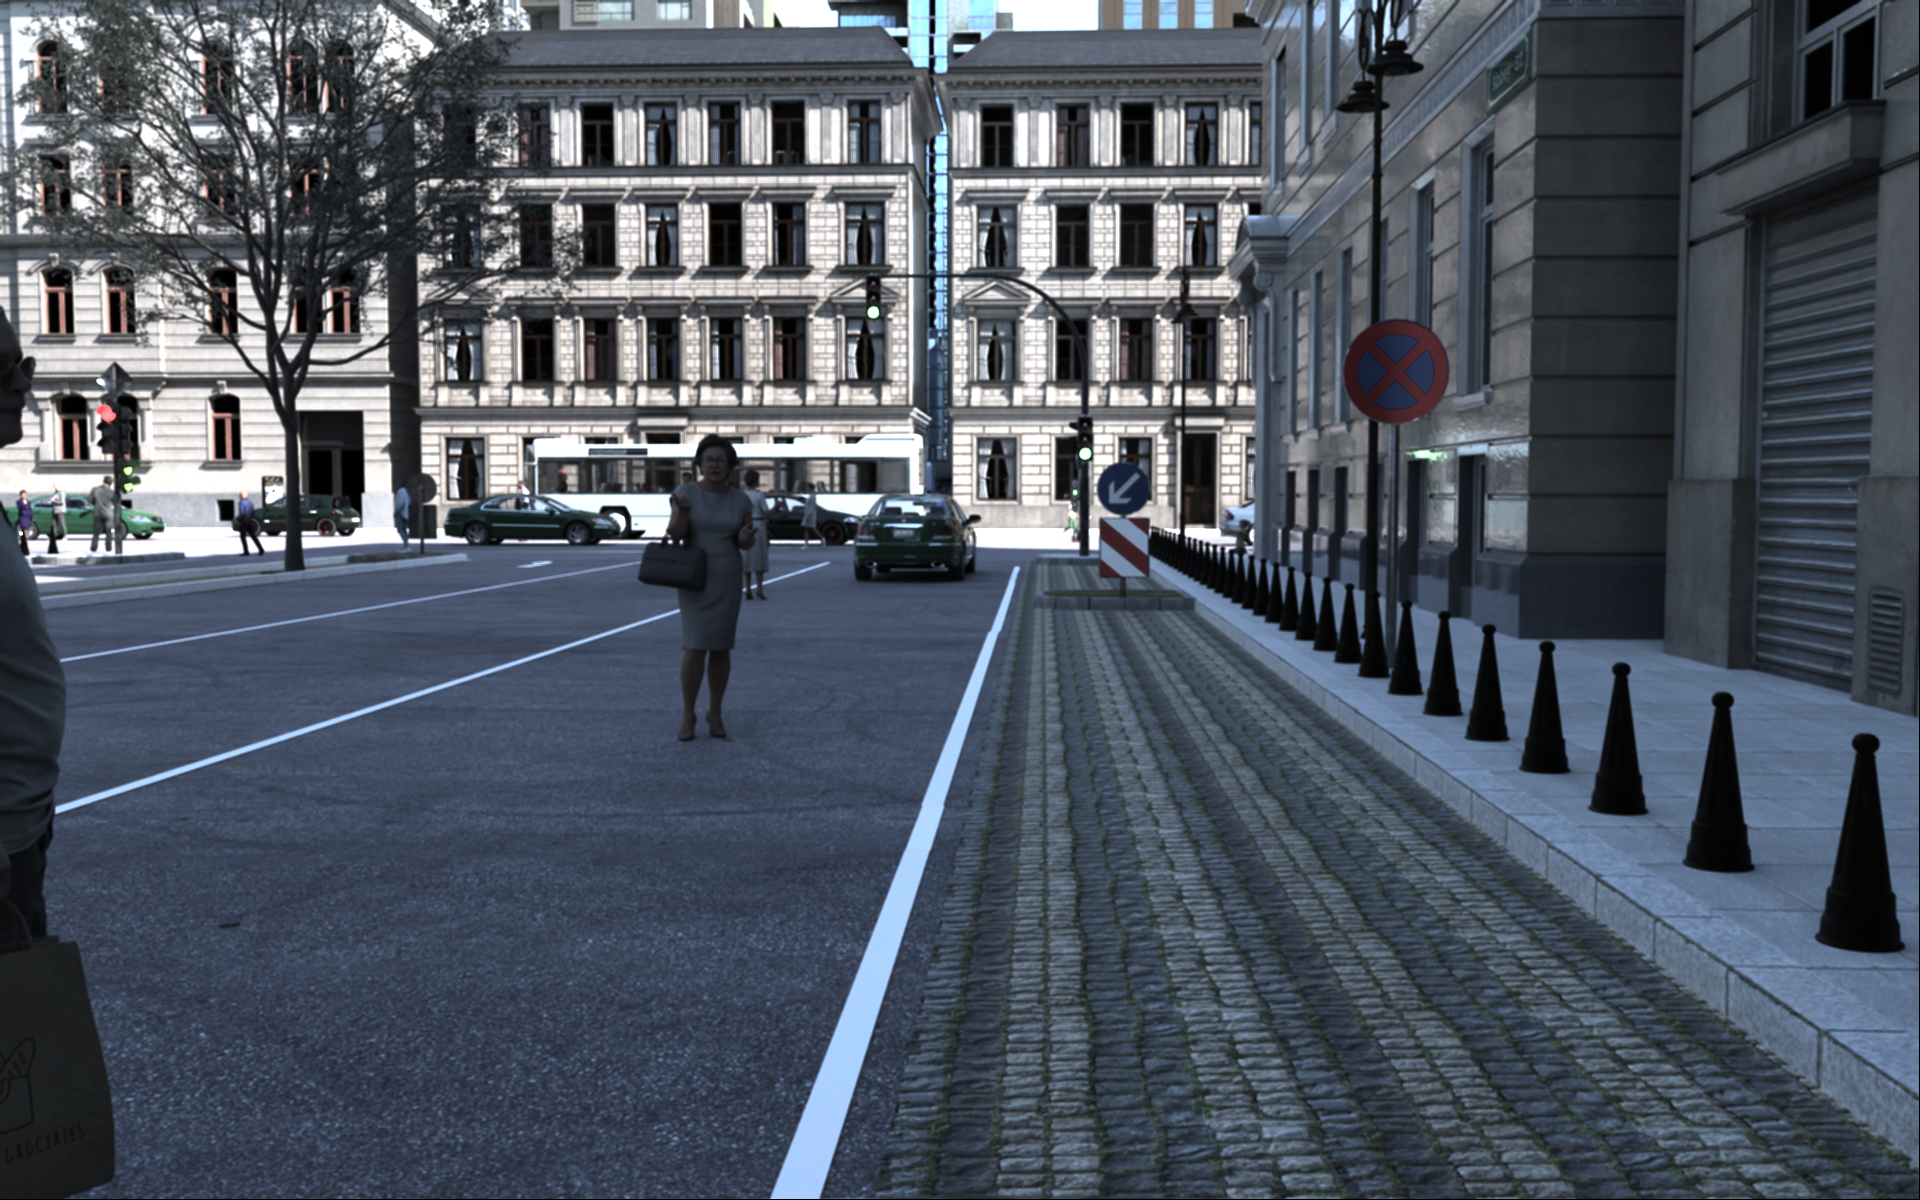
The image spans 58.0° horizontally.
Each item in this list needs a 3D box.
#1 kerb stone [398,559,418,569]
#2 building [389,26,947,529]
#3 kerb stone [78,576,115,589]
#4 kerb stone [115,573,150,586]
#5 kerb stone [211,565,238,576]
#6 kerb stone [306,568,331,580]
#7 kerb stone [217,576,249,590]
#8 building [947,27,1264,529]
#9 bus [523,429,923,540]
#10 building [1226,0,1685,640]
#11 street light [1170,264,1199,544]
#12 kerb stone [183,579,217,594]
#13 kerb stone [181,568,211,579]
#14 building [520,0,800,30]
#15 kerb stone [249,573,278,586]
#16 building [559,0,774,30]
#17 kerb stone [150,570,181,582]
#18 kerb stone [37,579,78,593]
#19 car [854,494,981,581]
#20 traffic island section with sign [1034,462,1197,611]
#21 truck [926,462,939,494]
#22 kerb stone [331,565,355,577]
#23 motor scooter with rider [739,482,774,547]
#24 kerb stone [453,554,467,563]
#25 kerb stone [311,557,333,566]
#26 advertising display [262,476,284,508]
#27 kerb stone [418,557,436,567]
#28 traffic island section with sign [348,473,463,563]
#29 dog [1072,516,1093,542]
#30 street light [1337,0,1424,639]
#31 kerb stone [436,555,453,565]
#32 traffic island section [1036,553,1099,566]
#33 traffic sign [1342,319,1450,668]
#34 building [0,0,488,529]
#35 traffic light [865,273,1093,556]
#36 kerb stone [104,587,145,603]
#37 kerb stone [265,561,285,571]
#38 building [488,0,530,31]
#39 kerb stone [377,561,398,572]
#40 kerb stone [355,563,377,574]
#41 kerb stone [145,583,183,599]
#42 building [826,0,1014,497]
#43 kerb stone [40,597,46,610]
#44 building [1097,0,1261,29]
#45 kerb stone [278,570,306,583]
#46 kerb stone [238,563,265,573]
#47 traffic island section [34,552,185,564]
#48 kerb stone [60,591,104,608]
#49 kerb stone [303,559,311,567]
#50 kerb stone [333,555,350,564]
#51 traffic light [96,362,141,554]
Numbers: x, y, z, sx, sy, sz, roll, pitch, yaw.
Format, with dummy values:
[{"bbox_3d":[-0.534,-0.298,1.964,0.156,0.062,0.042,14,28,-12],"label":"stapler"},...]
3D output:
[{"bbox_3d":[-10.767,-0.689,33.465,0.120,0.150,1.000,0,4,3],"label":"kerb stone"},{"bbox_3d":[-10.521,-12.373,66.933,19.286,19.102,10.561,0,4,3],"label":"building"},{"bbox_3d":[-13.219,-0.253,26.334,0.120,0.150,1.000,0,4,3],"label":"kerb stone"},{"bbox_3d":[-13.160,-0.316,27.357,0.120,0.150,1.000,0,4,3],"label":"kerb stone"},{"bbox_3d":[-13.020,-0.500,30.443,0.120,0.150,1.000,0,4,3],"label":"kerb stone"},{"bbox_3d":[-10.960,-0.437,29.351,0.120,0.150,1.000,0,4,3],"label":"kerb stone"},{"bbox_3d":[-11.118,-0.249,26.269,0.120,0.150,1.000,0,4,3],"label":"kerb stone"},{"bbox_3d":[8.872,-12.373,66.930,19.286,19.102,10.561,0,4,3],"label":"building"},{"bbox_3d":[-7.851,-3.664,54.774,13.247,3.499,2.948,0,4,3],"label":"bus"},{"bbox_3d":[11.614,-14.553,23.849,13.634,28.700,20.117,0,4,3],"label":"building"},{"bbox_3d":[4.516,-3.806,35.013,0.468,5.910,1.993,0,4,3],"label":"street light"},{"bbox_3d":[-11.160,-0.186,25.243,0.120,0.150,1.000,0,4,3],"label":"kerb stone"},{"bbox_3d":[-13.067,-0.442,29.415,0.120,0.150,1.000,0,4,3],"label":"kerb stone"},{"bbox_3d":[-26.095,-32.393,153.332,21.300,48.544,21.600,0,4,3],"label":"building"},{"bbox_3d":[-11.067,-0.312,27.297,0.120,0.150,1.000,0,4,3],"label":"kerb stone"},{"bbox_3d":[-22.473,-27.643,135.554,14.154,41.232,14.086,0,4,3],"label":"building"},{"bbox_3d":[-13.115,-0.374,28.385,0.120,0.150,1.000,0,4,3],"label":"kerb stone"},{"bbox_3d":[-13.257,-0.190,25.302,0.120,0.150,1.000,0,4,3],"label":"kerb stone"},{"bbox_3d":[-0.732,-1.122,30.149,2.131,1.459,4.920,0,4,4],"label":"car"},{"bbox_3d":[1.950,-0.827,22.143,1.989,1.847,2.006,0,4,3],"label":"traffic island section with sign"},{"bbox_3d":[-3.930,-9.116,138.799,2.967,4.110,18.799,0,4,5],"label":"truck"},{"bbox_3d":[-10.919,-0.499,30.384,0.120,0.150,1.000,0,4,3],"label":"kerb stone"},{"bbox_3d":[-5.615,-2.086,43.068,1.986,1.779,0.876,0,4,1],"label":"motor scooter with rider"},{"bbox_3d":[-10.629,-0.878,36.545,0.120,0.150,1.000,0,4,3],"label":"kerb stone"},{"bbox_3d":[-12.823,-0.755,34.545,0.120,0.150,1.000,0,4,3],"label":"kerb stone"},{"bbox_3d":[-24.806,-3.507,62.547,0.123,1.923,0.974,1,4,19],"label":"advertising display"},{"bbox_3d":[-10.722,-0.752,34.493,0.120,0.150,1.000,0,4,3],"label":"kerb stone"},{"bbox_3d":[-11.655,-1.754,36.821,2.006,1.907,1.989,0,4,3],"label":"traffic island section with sign"},{"bbox_3d":[3.553,-2.120,51.496,0.513,0.831,0.800,-2,4,-24],"label":"dog"},{"bbox_3d":[3.650,-2.595,15.221,0.468,5.910,1.993,0,4,3],"label":"street light"},{"bbox_3d":[-10.669,-0.815,35.517,0.120,0.150,1.000,0,4,3],"label":"kerb stone"},{"bbox_3d":[2.590,-0.833,35.906,2.009,0.180,2.903,0,4,3],"label":"traffic island section"},{"bbox_3d":[3.177,-0.770,12.702,0.768,2.556,0.104,0,4,6],"label":"traffic sign"},{"bbox_3d":[-31.821,-17.278,69.891,23.554,28.519,14.401,0,4,3],"label":"building"},{"bbox_3d":[0.457,-3.736,35.752,4.771,5.953,1.251,0,4,3],"label":"traffic light"},{"bbox_3d":[-11.268,-0.057,23.185,0.120,0.150,1.000,0,4,3],"label":"kerb stone"},{"bbox_3d":[-12.924,-0.625,32.493,0.120,0.150,1.000,0,4,3],"label":"kerb stone"},{"bbox_3d":[-55.327,-45.660,184.793,20.611,71.187,20.563,0,4,3],"label":"building"},{"bbox_3d":[-10.819,-0.622,32.435,0.120,0.150,1.000,0,4,3],"label":"kerb stone"},{"bbox_3d":[-10.871,-0.563,31.409,0.120,0.150,1.000,0,4,3],"label":"kerb stone"},{"bbox_3d":[-11.211,-0.122,24.209,0.120,0.150,1.000,0,4,3],"label":"kerb stone"},{"bbox_3d":[-5.391,-56.166,230.982,31.000,86.520,22.319,0,4,3],"label":"building"},{"bbox_3d":[-11.362,0.070,21.135,0.120,0.150,1.000,0,4,3],"label":"kerb stone"},{"bbox_3d":[17.748,-29.648,134.859,14.600,45.320,14.200,0,4,3],"label":"building"},{"bbox_3d":[-11.015,-0.370,28.321,0.120,0.150,1.000,0,4,3],"label":"kerb stone"},{"bbox_3d":[-12.965,-0.567,31.466,0.120,0.150,1.000,0,4,3],"label":"kerb stone"},{"bbox_3d":[-17.928,-0.893,36.884,2.009,0.180,2.903,0,4,3],"label":"traffic island section"},{"bbox_3d":[-11.314,0.003,22.161,0.120,0.150,1.000,0,4,3],"label":"kerb stone"},{"bbox_3d":[-12.880,-0.693,33.518,0.120,0.150,1.000,0,4,3],"label":"kerb stone"},{"bbox_3d":[-12.776,-0.815,35.569,0.120,0.150,1.000,0,4,3],"label":"kerb stone"},{"bbox_3d":[-17.888,-2.925,36.748,0.839,4.253,0.868,0,4,3],"label":"traffic light"}]
